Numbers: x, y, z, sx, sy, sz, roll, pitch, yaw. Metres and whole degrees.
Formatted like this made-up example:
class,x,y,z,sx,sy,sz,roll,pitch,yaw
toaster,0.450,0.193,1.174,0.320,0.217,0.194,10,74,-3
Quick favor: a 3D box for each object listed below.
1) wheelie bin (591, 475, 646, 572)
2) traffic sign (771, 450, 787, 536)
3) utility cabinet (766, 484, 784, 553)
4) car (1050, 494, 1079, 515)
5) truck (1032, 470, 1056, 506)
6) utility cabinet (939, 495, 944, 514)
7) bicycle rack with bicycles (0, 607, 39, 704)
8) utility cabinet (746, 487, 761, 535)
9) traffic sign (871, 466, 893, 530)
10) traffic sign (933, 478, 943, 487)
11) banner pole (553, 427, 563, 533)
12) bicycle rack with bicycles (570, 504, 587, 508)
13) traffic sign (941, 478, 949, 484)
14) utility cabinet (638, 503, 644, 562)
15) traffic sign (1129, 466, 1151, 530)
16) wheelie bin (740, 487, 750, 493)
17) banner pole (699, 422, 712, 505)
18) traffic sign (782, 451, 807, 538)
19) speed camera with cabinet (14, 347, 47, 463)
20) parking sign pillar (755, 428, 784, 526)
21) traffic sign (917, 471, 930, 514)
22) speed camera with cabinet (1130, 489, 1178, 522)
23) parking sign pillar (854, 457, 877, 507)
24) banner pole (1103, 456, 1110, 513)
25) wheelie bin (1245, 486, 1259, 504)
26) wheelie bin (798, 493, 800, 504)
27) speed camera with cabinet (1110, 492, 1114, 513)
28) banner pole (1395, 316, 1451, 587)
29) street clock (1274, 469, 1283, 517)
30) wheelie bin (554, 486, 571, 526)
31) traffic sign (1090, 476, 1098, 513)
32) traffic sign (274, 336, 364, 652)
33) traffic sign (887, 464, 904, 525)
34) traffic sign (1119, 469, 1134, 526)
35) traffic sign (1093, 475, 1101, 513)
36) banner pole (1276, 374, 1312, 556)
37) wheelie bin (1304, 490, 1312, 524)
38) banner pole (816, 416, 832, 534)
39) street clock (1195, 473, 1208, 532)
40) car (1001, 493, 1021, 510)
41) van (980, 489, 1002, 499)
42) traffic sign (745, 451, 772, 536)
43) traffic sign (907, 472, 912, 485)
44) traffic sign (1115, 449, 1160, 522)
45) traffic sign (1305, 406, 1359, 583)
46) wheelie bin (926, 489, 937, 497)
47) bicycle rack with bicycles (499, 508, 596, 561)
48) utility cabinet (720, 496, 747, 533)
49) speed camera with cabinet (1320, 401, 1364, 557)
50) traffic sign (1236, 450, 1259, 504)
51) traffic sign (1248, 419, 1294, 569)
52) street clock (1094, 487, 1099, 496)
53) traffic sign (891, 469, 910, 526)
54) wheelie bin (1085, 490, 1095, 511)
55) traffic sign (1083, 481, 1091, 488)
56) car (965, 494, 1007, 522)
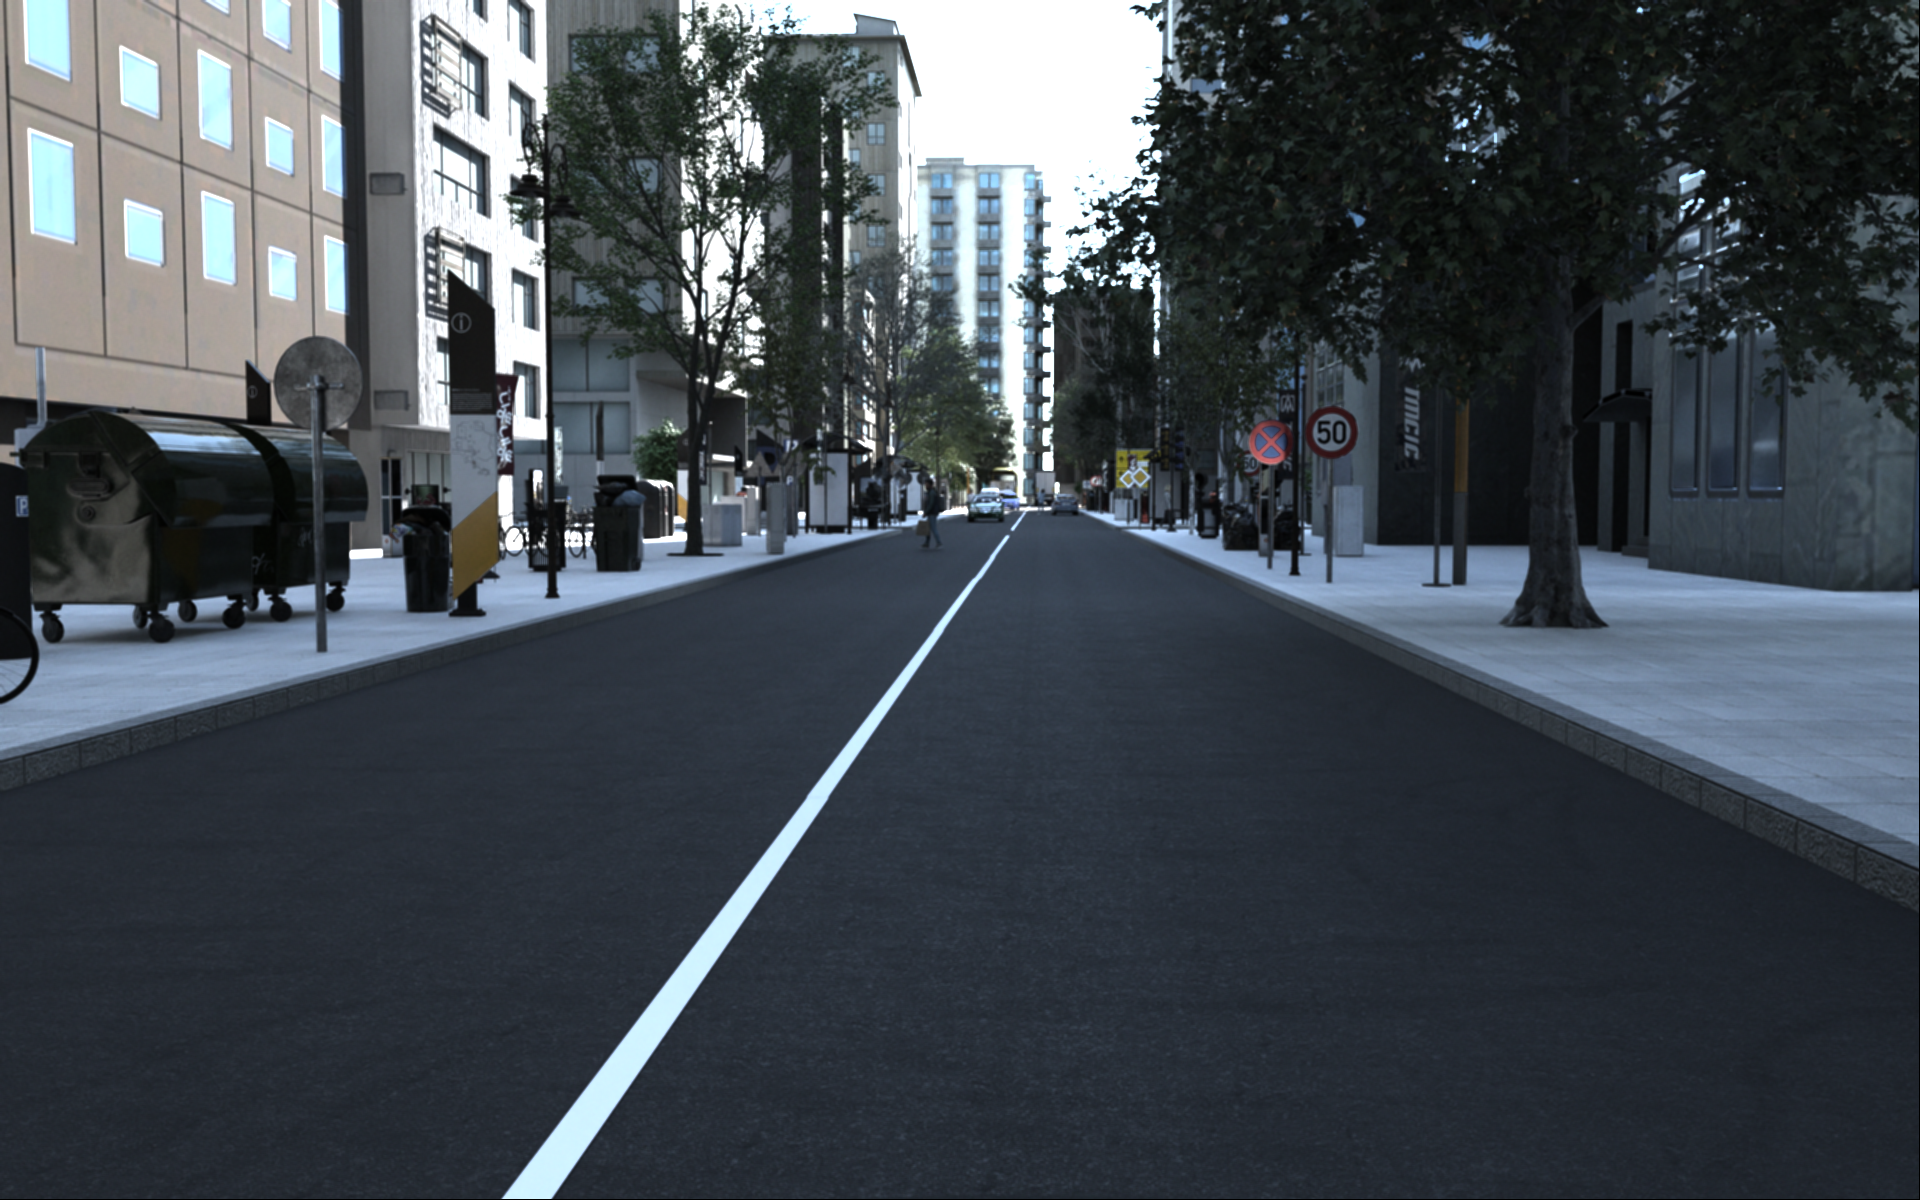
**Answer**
class,x,y,z,sx,sy,sz,roll,pitch,yaw
wheelie bin,-5.680,-1.275,28.758,0.980,1.594,0.693,1,4,10
traffic sign,-5.189,-3.150,51.506,0.884,2.594,0.081,1,4,12
utility cabinet,-4.003,-1.754,37.357,0.318,1.500,1.173,-1,4,-10
car,7.144,-6.498,118.247,2.014,1.417,4.499,0,4,1
truck,10.200,-13.473,209.191,2.839,4.237,11.283,0,4,2
utility cabinet,-1.374,-6.281,113.863,0.306,1.237,1.020,1,4,18
bicycle rack with bicycles,-7.042,0.185,10.351,2.925,0.926,2.852,0,4,-8
utility cabinet,-6.481,-2.793,54.337,0.318,1.500,1.173,0,4,1
traffic sign,-2.780,-3.573,62.055,0.795,2.450,0.064,0,4,3
traffic sign,-1.687,-7.857,128.466,0.884,2.594,0.081,1,4,11
banner pole,-13.287,-4.095,56.970,0.401,3.779,0.863,-3,5,-45
bicycle rack with bicycles,-13.055,-2.809,59.317,2.925,0.926,2.852,0,4,5
traffic sign,-1.244,-8.364,136.865,0.768,2.556,0.104,1,4,9
utility cabinet,-6.209,-1.344,33.129,0.306,1.237,1.020,0,4,-8
traffic sign,6.404,-3.546,61.620,0.795,2.450,0.064,0,4,3
wheelie bin,-9.859,-4.452,80.697,0.980,1.594,0.693,1,4,11
banner pole,-8.905,-4.313,60.533,0.863,3.779,0.401,2,4,33
traffic sign,-4.859,-3.093,50.679,0.768,2.556,0.104,0,4,4
speed camera with cabinet,-12.857,-1.746,22.880,2.038,3.252,0.660,-2,4,-33
parking sign pillar,-7.690,-5.037,70.823,1.447,3.967,1.447,0,4,4
traffic sign,-2.044,-5.922,96.934,0.768,2.556,0.104,0,4,7
speed camera with cabinet,9.054,-5.244,80.078,2.038,3.252,0.660,0,4,-3
parking sign pillar,-6.983,-8.339,124.821,1.447,3.967,1.447,0,4,5
banner pole,9.691,-7.613,114.494,0.863,3.779,0.401,-2,4,-35
wheelie bin,11.972,-3.777,69.655,0.980,1.594,0.693,-1,4,-11
wheelie bin,-8.658,-4.956,88.936,0.980,1.594,0.693,3,4,37
speed camera with cabinet,11.046,-7.403,115.379,2.038,3.252,0.660,0,4,-4
banner pole,6.444,-2.087,24.134,0.863,3.779,0.401,2,4,35
street clock,9.277,-2.845,51.094,0.471,2.002,0.358,-1,4,-15
wheelie bin,-16.235,-3.819,70.342,0.980,1.594,0.693,0,4,1
traffic sign,9.321,-7.272,119.007,0.768,2.556,0.104,0,4,4
traffic sign,-5.188,-0.850,14.004,0.768,2.556,0.104,0,4,8
traffic sign,-2.729,-4.441,72.721,0.768,2.556,0.104,0,4,4
traffic sign,6.766,-4.034,69.597,0.795,2.450,0.064,0,4,3
traffic sign,9.303,-7.061,115.456,0.884,2.594,0.081,1,4,12
banner pole,7.009,-2.835,36.372,0.401,3.779,0.863,-3,5,-45
wheelie bin,15.261,-4.087,74.735,0.980,1.594,0.693,1,4,9
banner pole,-4.440,-4.026,55.839,0.401,3.779,0.863,-2,4,-32
street clock,8.232,-3.345,59.260,0.358,2.002,0.471,-3,5,-43
car,4.554,-9.037,157.349,1.945,1.707,3.694,0,4,1
van,2.225,-7.573,130.823,2.013,2.044,4.112,0,4,4
traffic sign,-6.067,-3.204,52.386,0.884,2.594,0.081,0,4,7
traffic sign,-3.037,-5.881,96.262,0.768,2.556,0.104,0,4,4
traffic sign,8.203,-5.196,78.834,2.265,3.308,0.079,0,4,4
traffic sign,5.353,-1.524,25.029,0.768,2.556,0.104,0,4,4
wheelie bin,-1.865,-6.570,115.320,0.980,1.594,0.693,-3,5,-45
bicycle rack with bicycles,-8.656,-1.303,34.693,2.852,0.926,2.925,-2,4,-35
utility cabinet,-7.348,-2.788,56.743,1.020,1.237,0.306,2,4,31
speed camera with cabinet,8.015,-2.567,36.302,0.660,3.252,2.038,0,4,2
traffic sign,8.351,-3.055,50.052,0.768,2.556,0.104,0,4,8
traffic sign,5.326,-1.810,29.699,0.768,2.556,0.104,1,4,9
street clock,11.359,-8.538,144.167,0.358,2.002,0.471,-2,4,-31
traffic sign,-2.418,-4.061,70.032,0.795,2.450,0.064,0,4,3
wheelie bin,10.014,-7.625,132.569,0.693,1.594,0.980,-2,4,-33
traffic sign,9.633,-7.906,131.393,0.606,2.300,0.079,0,4,7
car,1.368,-4.771,89.800,2.131,1.459,4.920,0,4,3
